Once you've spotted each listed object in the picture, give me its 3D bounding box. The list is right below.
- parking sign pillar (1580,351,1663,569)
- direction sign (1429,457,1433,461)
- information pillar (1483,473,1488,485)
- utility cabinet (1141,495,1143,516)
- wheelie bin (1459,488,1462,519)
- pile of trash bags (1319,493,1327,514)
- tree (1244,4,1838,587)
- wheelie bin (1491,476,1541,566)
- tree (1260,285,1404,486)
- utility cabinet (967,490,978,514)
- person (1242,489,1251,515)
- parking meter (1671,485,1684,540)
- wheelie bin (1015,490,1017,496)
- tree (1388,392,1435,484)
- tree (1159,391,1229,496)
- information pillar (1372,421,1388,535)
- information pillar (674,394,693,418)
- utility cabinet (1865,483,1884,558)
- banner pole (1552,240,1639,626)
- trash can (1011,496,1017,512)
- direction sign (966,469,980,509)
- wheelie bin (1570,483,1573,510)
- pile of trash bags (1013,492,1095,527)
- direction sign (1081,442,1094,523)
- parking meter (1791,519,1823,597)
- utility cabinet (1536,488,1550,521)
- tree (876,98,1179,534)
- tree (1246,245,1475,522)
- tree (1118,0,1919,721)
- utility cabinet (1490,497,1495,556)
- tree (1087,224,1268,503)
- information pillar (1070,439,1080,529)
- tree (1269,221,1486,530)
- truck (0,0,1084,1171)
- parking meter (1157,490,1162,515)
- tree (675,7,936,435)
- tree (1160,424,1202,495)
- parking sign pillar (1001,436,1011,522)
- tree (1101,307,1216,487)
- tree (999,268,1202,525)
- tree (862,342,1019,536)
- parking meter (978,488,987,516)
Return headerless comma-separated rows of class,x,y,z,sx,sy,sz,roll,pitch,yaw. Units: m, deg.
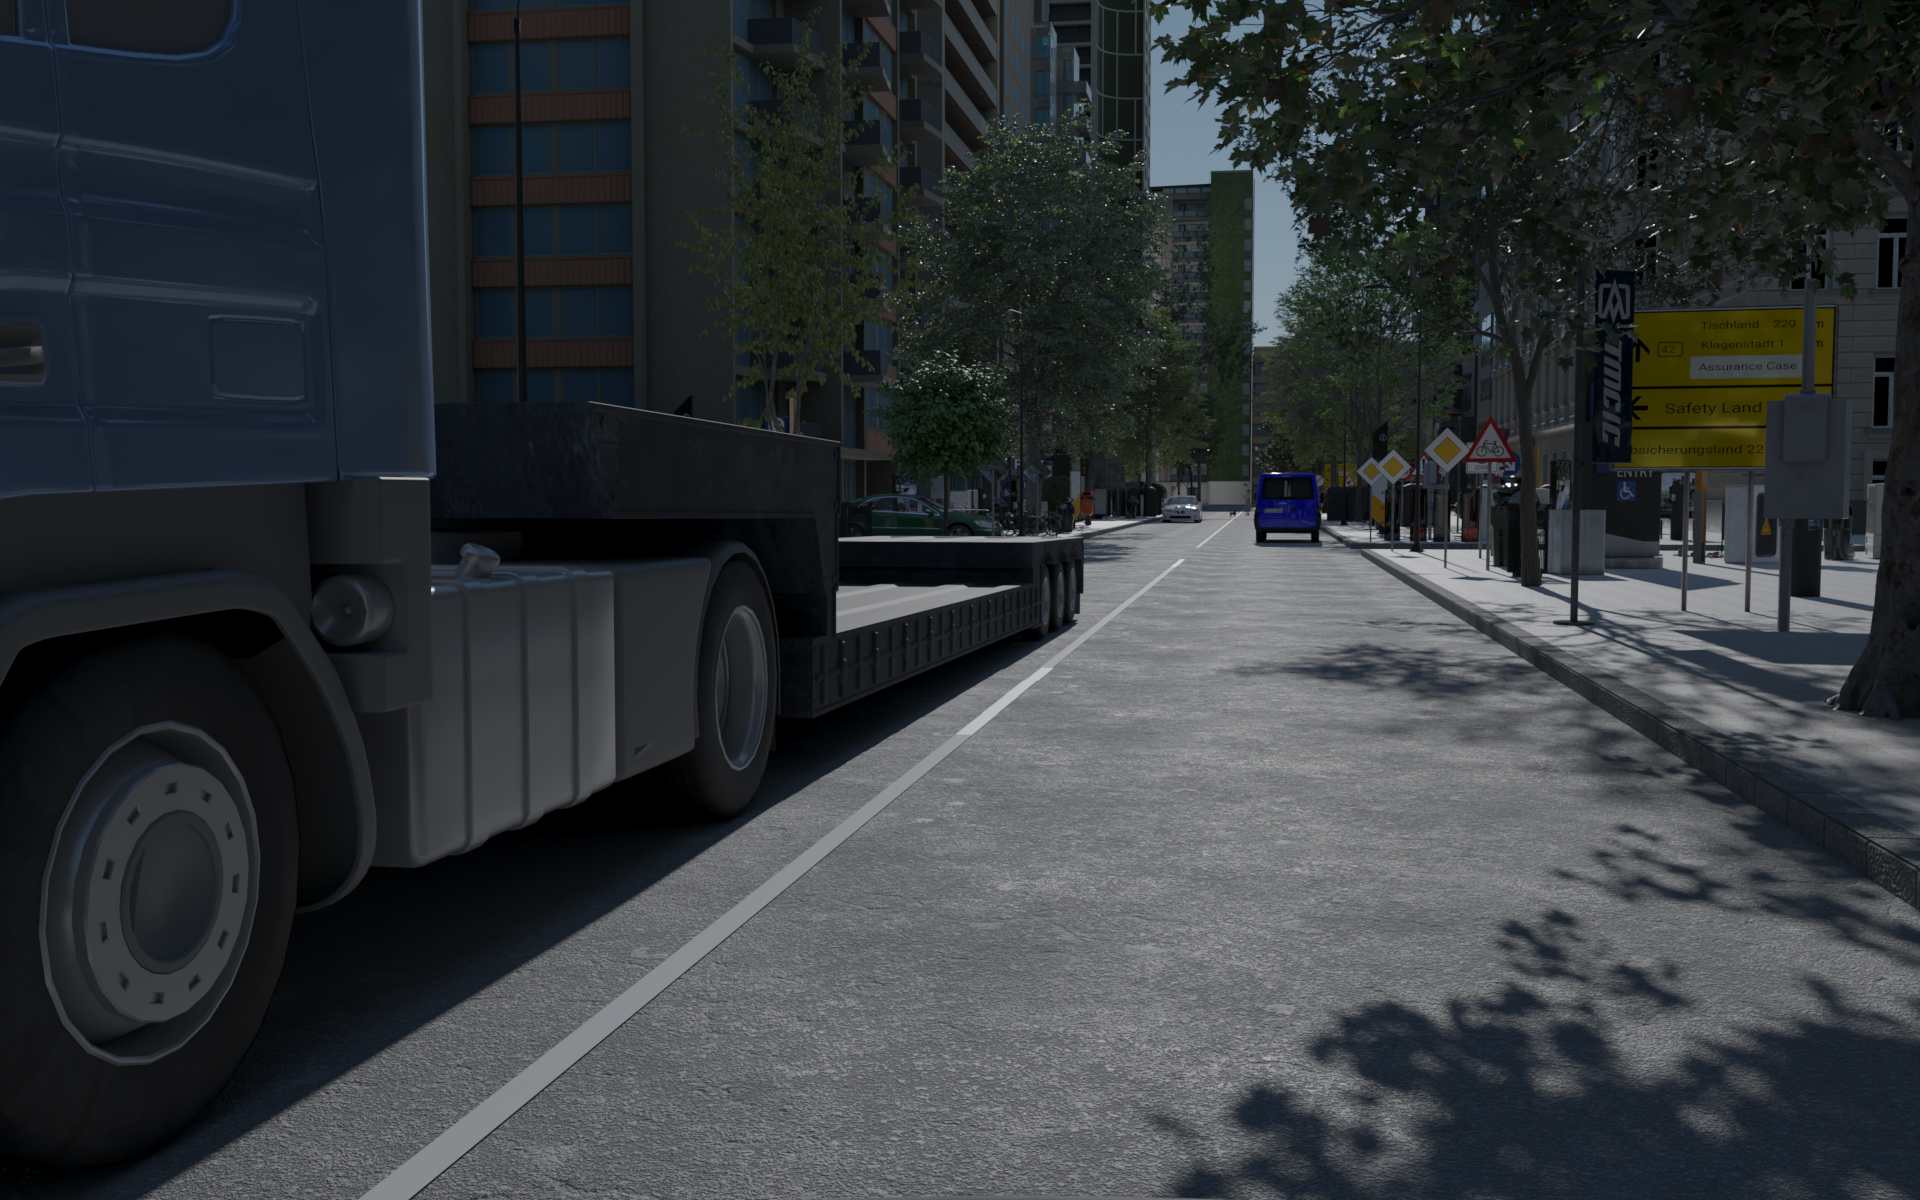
parking sign pillar,11.532,-2.552,30.205,1.447,3.967,1.447,0,4,-7
direction sign,25.815,-6.304,95.070,0.379,3.537,0.876,0,4,3
information pillar,30.918,-6.754,101.788,0.183,3.616,0.504,-3,4,-39
utility cabinet,10.899,-5.615,102.964,0.306,1.237,1.020,3,5,39
wheelie bin,26.217,-4.998,89.629,0.980,1.594,0.693,3,5,41
pile of trash bags,23.885,-6.414,114.616,1.912,1.369,3.447,1,4,15
tree,8.037,-5.486,24.114,8.767,10.594,7.601,1,4,11
wheelie bin,9.832,-1.393,30.684,0.693,1.594,0.980,-2,4,-34
tree,19.338,-10.598,91.404,7.486,12.596,7.792,0,3,0
utility cabinet,0.639,-5.351,96.175,0.318,1.500,1.173,-1,4,-22
person,19.446,-6.631,117.493,0.524,1.755,0.480,-2,4,-33
parking meter,20.071,-2.444,48.369,0.372,1.533,0.369,0,3,0
wheelie bin,4.189,-6.860,120.072,0.980,1.594,0.693,2,4,27
tree,29.761,-10.012,114.061,4.737,8.622,4.395,0,3,0
tree,21.548,-14.444,161.912,9.928,11.665,9.643,0,3,0
information pillar,13.325,-3.889,54.941,0.504,3.616,0.183,1,4,11
information pillar,-6.502,-3.029,40.883,0.504,3.616,0.183,1,4,19
utility cabinet,18.243,-1.575,34.432,0.318,1.500,1.173,1,4,21
banner pole,6.268,-1.651,17.015,0.863,3.779,0.401,-1,4,-17
trash can,3.568,-6.297,114.606,0.748,1.137,0.748,0,3,0
direction sign,0.629,-5.699,85.177,0.876,3.537,0.379,-3,4,-39
wheelie bin,17.406,-2.487,48.572,0.980,1.594,0.693,1,4,14
pile of trash bags,3.661,-3.598,68.586,3.447,1.369,1.912,1,4,15
direction sign,5.560,-5.111,75.567,0.379,3.537,0.876,-2,4,-35
parking meter,10.589,-0.812,21.685,0.372,1.533,0.369,0,3,0
utility cabinet,21.983,-3.496,65.836,1.173,1.500,0.318,-3,5,-42
tree,2.272,-9.139,56.080,9.857,13.997,8.962,0,3,0
tree,18.477,-10.345,79.509,12.009,13.543,11.850,0,3,0
tree,5.610,-5.668,9.677,9.611,12.733,9.660,0,3,0
utility cabinet,11.378,-1.531,36.192,0.306,1.237,1.020,2,4,32
tree,14.843,-16.229,121.230,12.611,20.169,13.585,0,3,0
information pillar,4.231,-4.426,63.726,0.183,3.616,0.504,3,5,44
tree,14.916,-8.305,61.546,9.928,11.665,9.643,0,3,0
truck,-1.547,-1.286,10.781,2.967,4.110,18.799,1,4,11
parking meter,12.223,-6.005,106.584,0.372,1.533,0.369,0,3,0
tree,-2.602,-4.704,27.271,4.737,8.622,4.395,0,3,0
tree,20.109,-12.467,154.196,4.360,8.622,3.978,0,3,0
parking sign pillar,2.136,-5.597,79.977,1.447,3.967,1.447,0,4,0
tree,11.570,-11.405,104.599,7.486,12.596,7.792,0,3,0
tree,5.207,-8.345,70.859,8.767,10.594,7.601,1,4,11
tree,-0.408,-3.291,37.520,4.285,4.588,4.351,0,3,0
parking meter,0.970,-4.122,75.803,0.372,1.533,0.369,0,3,0
